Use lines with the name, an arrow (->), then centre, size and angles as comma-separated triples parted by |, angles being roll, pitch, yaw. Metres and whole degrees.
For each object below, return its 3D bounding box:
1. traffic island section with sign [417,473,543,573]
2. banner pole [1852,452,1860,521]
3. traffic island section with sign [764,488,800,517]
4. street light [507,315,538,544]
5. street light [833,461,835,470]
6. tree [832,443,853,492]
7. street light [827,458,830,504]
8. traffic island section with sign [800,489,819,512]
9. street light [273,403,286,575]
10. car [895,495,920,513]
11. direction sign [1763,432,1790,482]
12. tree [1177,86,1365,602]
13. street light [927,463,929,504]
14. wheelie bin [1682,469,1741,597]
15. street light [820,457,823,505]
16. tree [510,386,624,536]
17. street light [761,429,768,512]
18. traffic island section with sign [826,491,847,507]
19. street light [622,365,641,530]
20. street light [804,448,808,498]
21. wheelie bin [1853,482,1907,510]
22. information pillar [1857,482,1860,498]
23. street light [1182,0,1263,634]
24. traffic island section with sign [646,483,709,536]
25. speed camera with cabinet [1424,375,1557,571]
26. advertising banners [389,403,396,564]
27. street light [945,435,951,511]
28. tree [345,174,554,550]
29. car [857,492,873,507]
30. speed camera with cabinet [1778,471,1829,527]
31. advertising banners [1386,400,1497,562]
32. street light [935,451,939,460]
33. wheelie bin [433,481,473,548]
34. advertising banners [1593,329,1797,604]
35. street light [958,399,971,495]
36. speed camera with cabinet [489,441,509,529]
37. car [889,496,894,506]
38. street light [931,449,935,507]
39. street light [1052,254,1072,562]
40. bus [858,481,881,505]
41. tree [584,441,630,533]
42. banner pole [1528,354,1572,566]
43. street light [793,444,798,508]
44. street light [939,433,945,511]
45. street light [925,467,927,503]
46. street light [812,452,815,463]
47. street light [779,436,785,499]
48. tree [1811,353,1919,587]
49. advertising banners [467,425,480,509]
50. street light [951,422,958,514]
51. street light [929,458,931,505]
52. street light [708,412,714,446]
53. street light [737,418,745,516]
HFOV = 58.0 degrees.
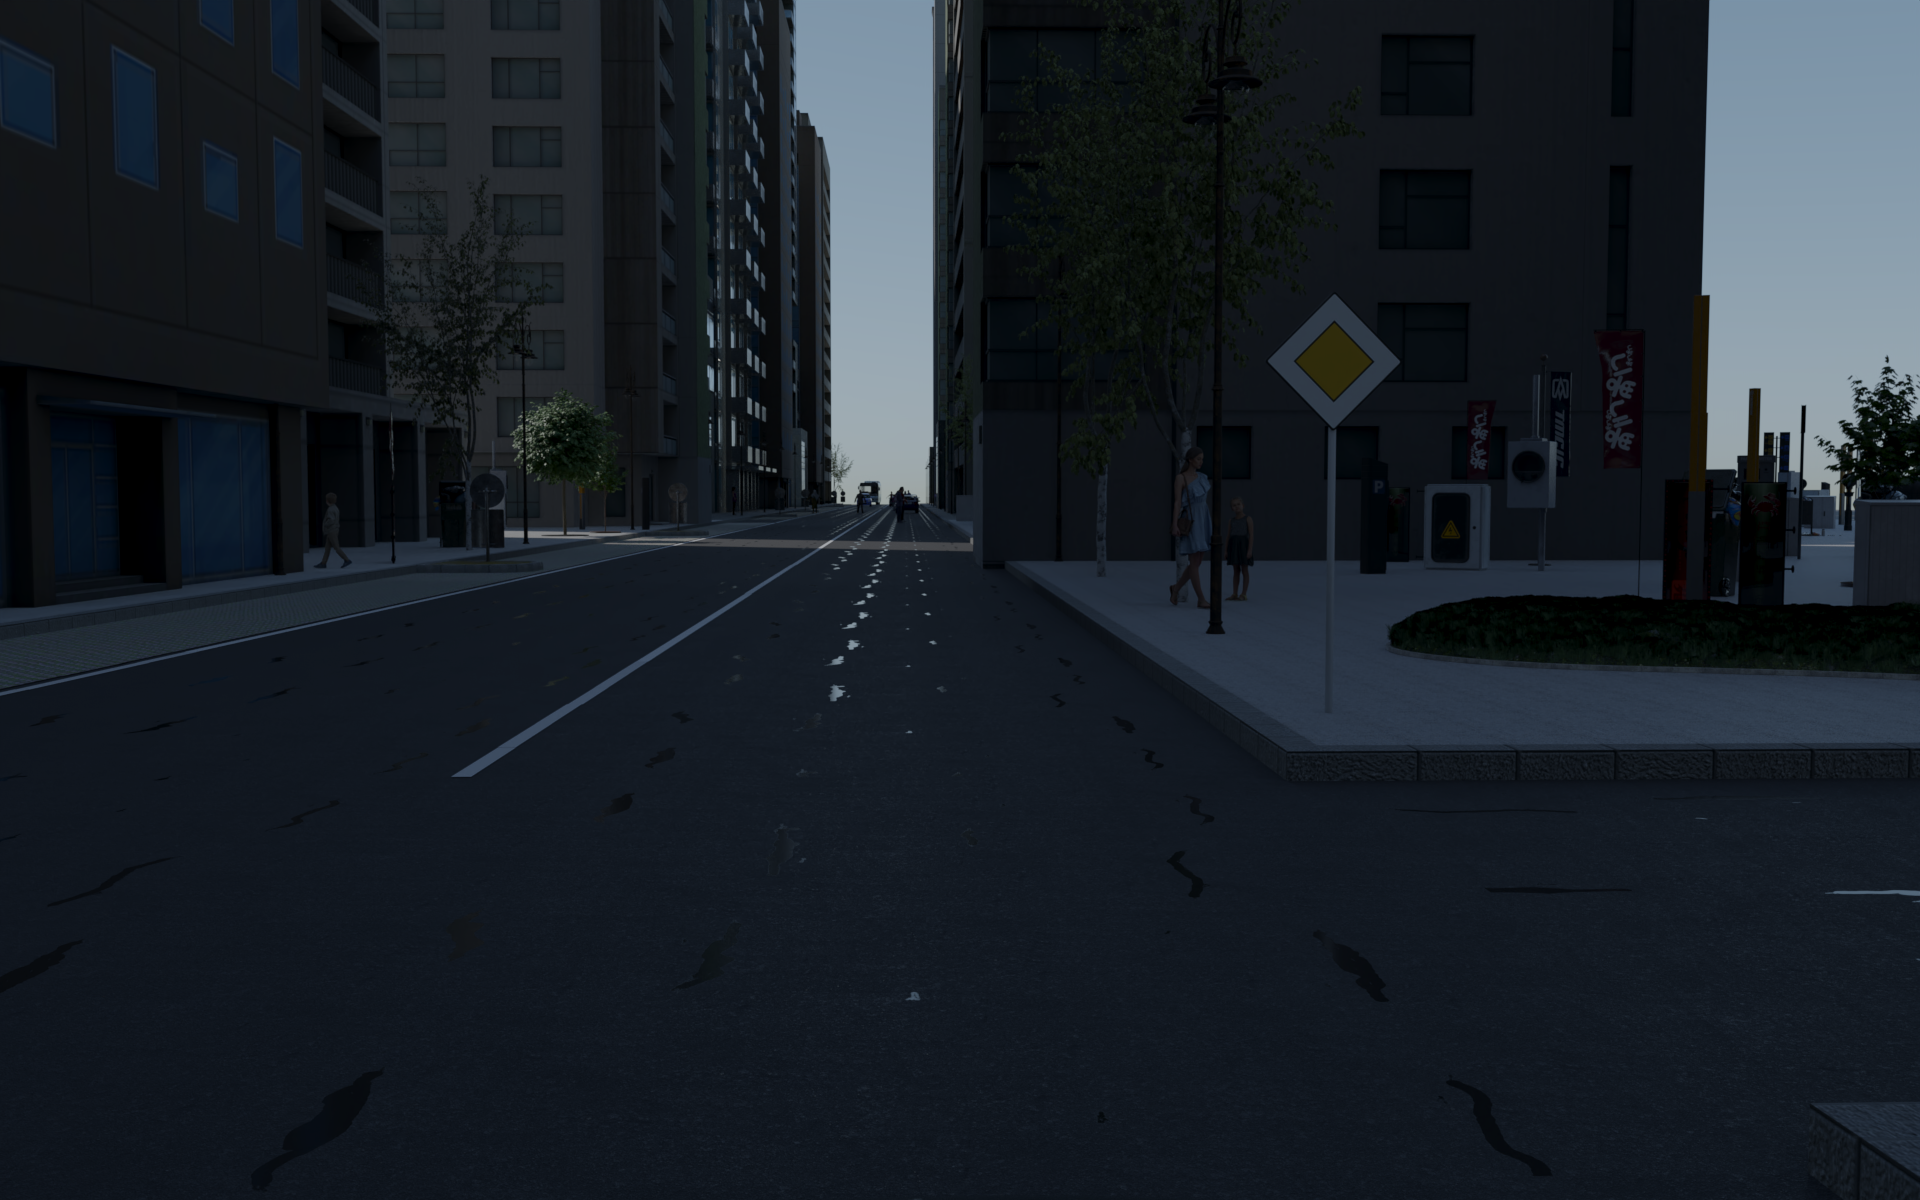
traffic island section with sign -> -8.846, -1.439, 32.160 | 1.989, 1.847, 2.006 | 0, 4, -2
banner pole -> 43.619, -5.760, 84.186 | 0.401, 3.779, 0.863 | 3, 4, 38
traffic island section with sign -> -11.262, -6.127, 108.804 | 1.989, 1.847, 2.006 | 0, 4, -2
street light -> -11.172, -4.380, 44.405 | 0.468, 5.910, 1.993 | 0, 4, -2
street light -> -17.324, -16.212, 237.846 | 0.468, 5.910, 1.993 | 0, 4, -2
tree -> -17.261, -17.860, 242.368 | 4.737, 8.622, 4.395 | 0, 3, 0
street light -> -16.729, -15.153, 220.543 | 0.468, 5.910, 1.993 | 0, 4, -2
traffic island section with sign -> -12.141, -7.822, 136.514 | 1.989, 1.847, 2.006 | 0, 4, -2
street light -> -10.747, -3.328, 27.203 | 0.468, 5.910, 1.993 | 0, 4, -2
car -> -3.958, -7.197, 130.245 | 1.945, 1.354, 3.894 | 0, 4, 0
direction sign -> 29.793, -4.358, 63.257 | 0.876, 3.537, 0.379 | 2, 4, 23
tree -> 2.696, -4.293, 20.560 | 4.737, 8.622, 4.395 | 0, 3, 0
street light -> -3.161, -13.473, 193.072 | 0.468, 5.910, 1.993 | 0, 4, -2
wheelie bin -> 9.447, -0.857, 21.919 | 0.980, 1.594, 0.693 | 3, 5, 44
street light -> -16.261, -14.128, 203.778 | 0.468, 5.910, 1.993 | 0, 4, -2
tree -> -12.044, -4.242, 53.070 | 4.285, 4.588, 4.351 | 0, 3, 0
street light -> -13.610, -9.032, 120.461 | 0.468, 5.910, 1.993 | 0, 4, -2
traffic island section with sign -> -13.890, -11.229, 192.215 | 1.989, 1.847, 2.006 | 0, 4, -2
street light -> -11.760, -5.458, 62.025 | 0.468, 5.910, 1.993 | 0, 4, -2
street light -> -15.049, -12.032, 169.506 | 0.468, 5.910, 1.993 | 0, 4, -2
wheelie bin -> 18.821, -1.686, 35.475 | 0.980, 1.594, 0.693 | 2, 4, 29
information pillar -> 44.873, -5.813, 86.405 | 0.183, 3.616, 0.504 | 3, 4, 36
street light -> 2.349, -2.627, 15.739 | 0.468, 5.910, 1.993 | 0, 4, -2
traffic island section with sign -> -9.697, -3.119, 59.616 | 1.989, 1.847, 2.006 | 0, 4, -2
speed camera with cabinet -> 8.880, -2.122, 29.038 | 2.038, 3.252, 0.660 | 2, 4, 30
advertising banners -> -10.730, -2.235, 32.733 | 0.090, 3.025, 2.074 | -1, 4, -18
street light -> -0.529, -8.429, 110.603 | 0.468, 5.910, 1.993 | 0, 4, -2
tree -> -11.406, -5.430, 39.144 | 4.360, 8.622, 3.978 | 0, 3, 0
car -> -10.951, -11.526, 198.039 | 1.945, 1.707, 3.694 | 0, 4, -2
speed camera with cabinet -> 32.887, -4.477, 67.530 | 0.660, 3.252, 2.038 | -1, 4, -21
advertising banners -> 8.945, -2.217, 32.429 | 2.074, 3.025, 0.090 | 1, 4, 10
street light -> -1.599, -10.487, 144.249 | 0.468, 5.910, 1.993 | 0, 4, -2
wheelie bin -> -12.168, -2.068, 41.713 | 0.980, 1.594, 0.693 | -1, 4, -18
advertising banners -> 7.760, -1.356, 18.352 | 2.074, 3.025, 0.090 | 1, 4, 9
street light -> 0.277, -6.829, 84.446 | 0.468, 5.910, 1.993 | 0, 4, -2
speed camera with cabinet -> -16.957, -4.238, 63.632 | 0.660, 3.252, 2.038 | -1, 4, -12
car -> -7.557, -11.945, 207.655 | 2.083, 1.381, 4.827 | 0, 4, 0
street light -> -2.168, -11.527, 161.246 | 0.468, 5.910, 1.993 | 0, 4, -2
street light -> 1.879, -3.669, 32.778 | 0.468, 5.910, 1.993 | 0, 4, -2
bus -> -12.201, -14.760, 236.191 | 2.948, 3.499, 13.247 | 0, 4, -1
tree -> -11.594, -3.821, 57.073 | 1.663, 3.219, 1.824 | 0, 3, 0
banner pole -> 10.623, -2.511, 31.071 | 0.863, 3.779, 0.401 | -1, 4, -22
street light -> -14.726, -11.120, 154.607 | 0.468, 5.910, 1.993 | 0, 4, -2
street light -> -1.109, -9.459, 127.434 | 0.468, 5.910, 1.993 | 0, 4, -2
street light -> -3.715, -14.498, 209.835 | 0.468, 5.910, 1.993 | 0, 4, -2
street light -> -15.758, -13.093, 186.855 | 0.468, 5.910, 1.993 | 0, 4, -2
street light -> -14.135, -10.057, 137.224 | 0.468, 5.910, 1.993 | 0, 4, -2
tree -> 12.625, -1.791, 23.885 | 1.663, 3.219, 1.824 | 0, 3, 0
advertising banners -> -12.683, -2.993, 45.121 | 0.090, 3.025, 2.074 | -1, 4, -8
street light -> -0.086, -7.404, 93.837 | 0.468, 5.910, 1.993 | 0, 4, -2
street light -> -2.689, -12.448, 176.307 | 0.468, 5.910, 1.993 | 0, 4, -2
street light -> -12.553, -6.949, 86.399 | 0.468, 5.910, 1.993 | 0, 4, -2
street light -> -13.041, -7.985, 103.341 | 0.468, 5.910, 1.993 | 0, 4, -2
